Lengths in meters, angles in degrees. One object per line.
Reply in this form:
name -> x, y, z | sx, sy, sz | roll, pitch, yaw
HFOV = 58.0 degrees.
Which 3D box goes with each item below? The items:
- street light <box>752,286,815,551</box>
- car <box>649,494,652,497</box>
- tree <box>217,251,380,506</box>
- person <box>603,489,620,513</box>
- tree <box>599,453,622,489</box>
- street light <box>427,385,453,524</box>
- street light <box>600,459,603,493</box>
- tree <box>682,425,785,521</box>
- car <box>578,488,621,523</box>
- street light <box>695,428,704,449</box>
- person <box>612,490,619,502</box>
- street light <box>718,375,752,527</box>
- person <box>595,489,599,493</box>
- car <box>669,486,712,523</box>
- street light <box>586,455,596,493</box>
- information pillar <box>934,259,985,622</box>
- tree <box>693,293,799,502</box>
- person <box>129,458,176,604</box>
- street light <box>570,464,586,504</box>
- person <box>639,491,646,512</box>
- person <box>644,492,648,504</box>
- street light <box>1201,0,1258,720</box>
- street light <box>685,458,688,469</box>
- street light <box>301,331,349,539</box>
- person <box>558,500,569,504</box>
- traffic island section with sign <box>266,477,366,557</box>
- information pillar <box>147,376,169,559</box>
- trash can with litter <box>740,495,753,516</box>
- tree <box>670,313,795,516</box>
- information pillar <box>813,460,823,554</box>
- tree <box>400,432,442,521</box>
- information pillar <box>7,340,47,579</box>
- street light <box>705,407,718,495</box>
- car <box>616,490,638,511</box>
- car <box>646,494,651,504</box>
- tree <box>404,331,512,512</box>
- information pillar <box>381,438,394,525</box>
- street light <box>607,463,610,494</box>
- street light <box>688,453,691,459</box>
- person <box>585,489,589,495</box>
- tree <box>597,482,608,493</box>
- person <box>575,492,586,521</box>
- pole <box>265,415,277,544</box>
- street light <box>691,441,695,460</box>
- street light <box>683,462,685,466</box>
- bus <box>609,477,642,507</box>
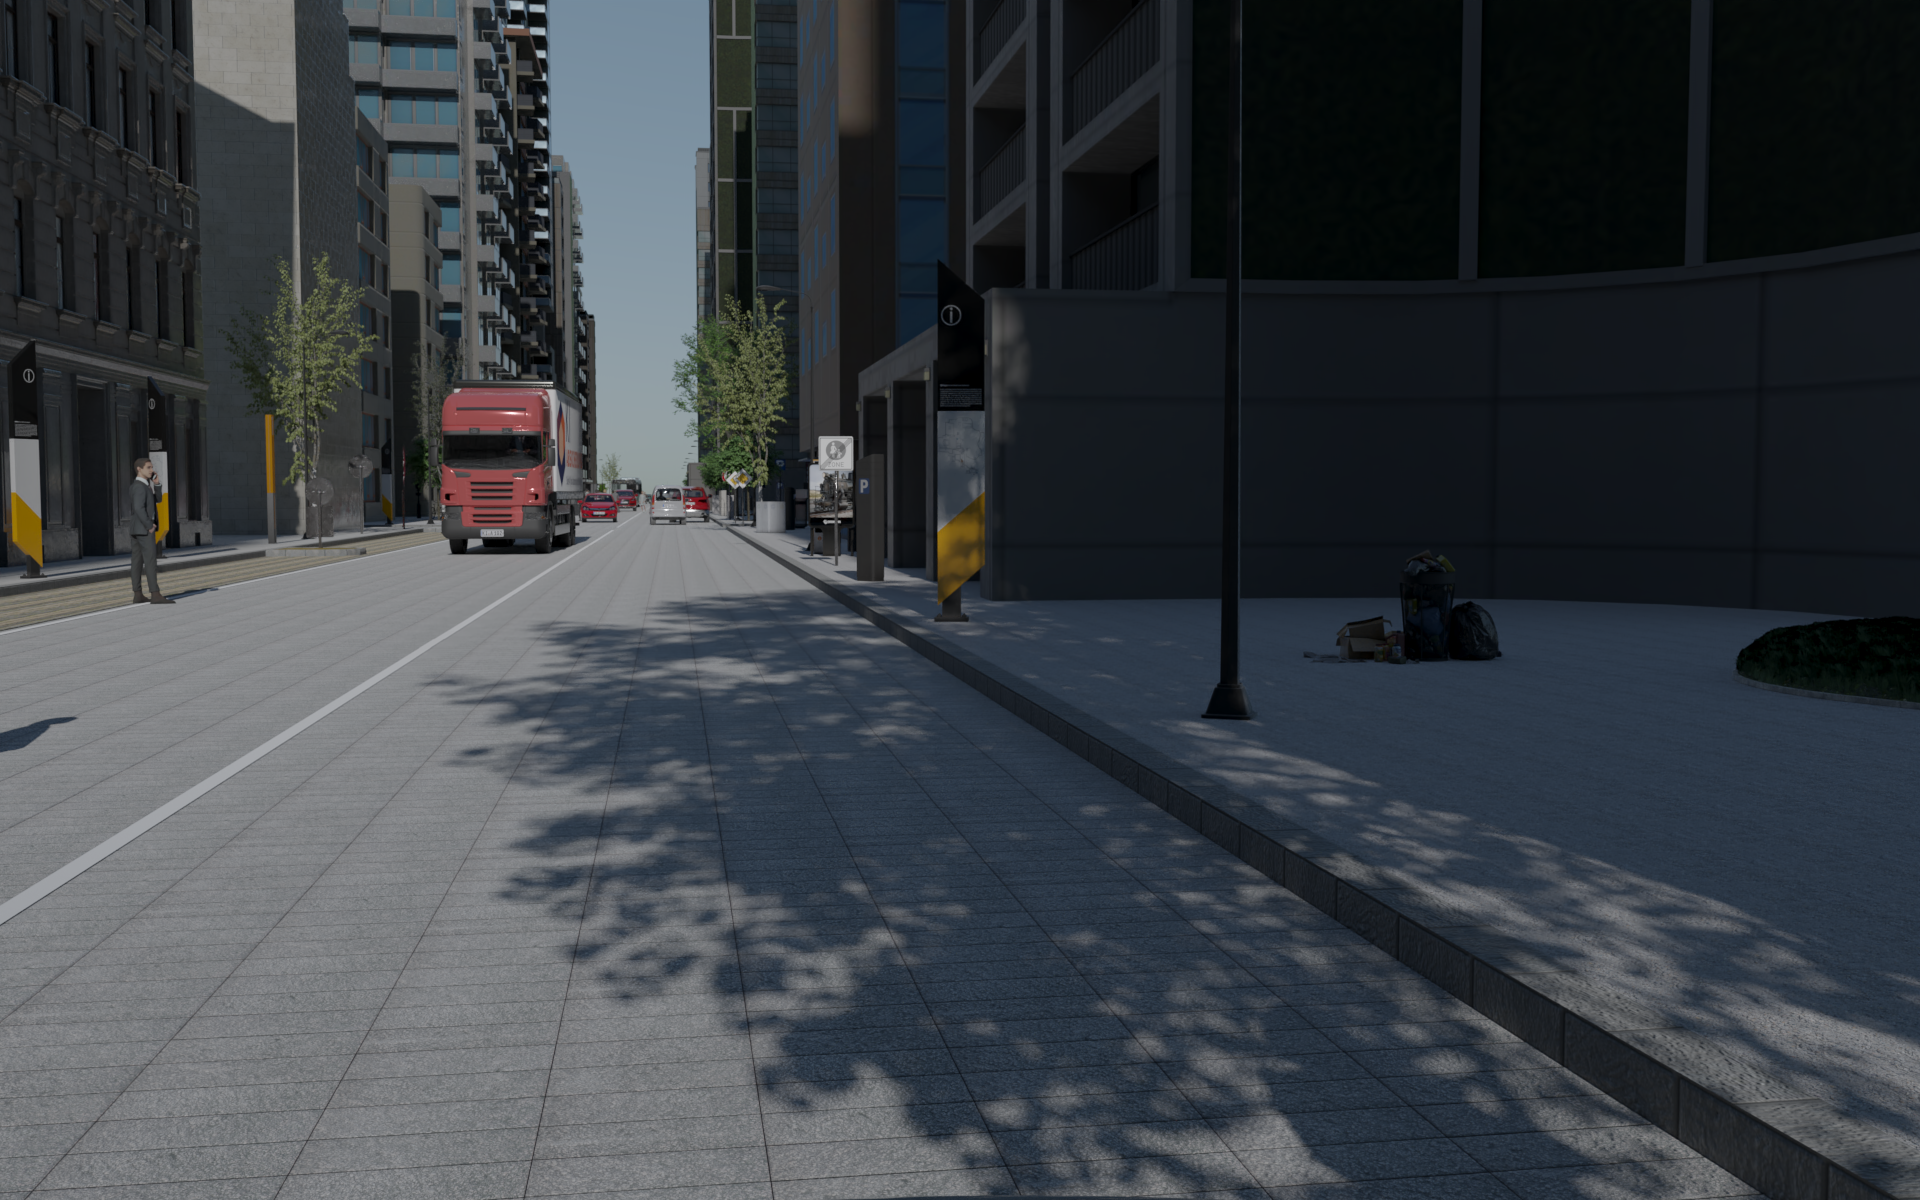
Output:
street light -> -3.853, -4.054, 38.820 | 1.470, 5.913, 1.316 | -1, 4, -9
car -> -54.062, -17.757, 300.105 | 2.009, 1.686, 4.222 | 0, 4, -8
tree -> -19.622, -6.203, 51.775 | 4.737, 8.622, 4.395 | 0, 3, 0
person -> -26.612, -7.533, 131.883 | 1.509, 1.804, 0.699 | -2, 4, -25
tree -> -61.096, -21.577, 303.143 | 4.737, 8.622, 4.395 | 0, 3, 0
street light -> -21.968, -6.177, 73.541 | 1.470, 5.913, 1.316 | -1, 4, -9
street light -> -48.453, -15.849, 231.673 | 1.470, 5.913, 1.316 | -1, 4, -9
tree -> -10.116, -6.026, 82.239 | 4.285, 4.588, 4.351 | 0, 3, 0
car -> -18.395, -4.850, 88.344 | 2.155, 1.783, 4.494 | -1, 4, -11
street light -> -17.616, -9.094, 121.229 | 1.470, 5.913, 1.316 | -1, 4, -9
person -> -27.633, -7.938, 138.689 | 0.661, 1.777, 0.834 | -1, 4, -14
street light -> -8.602, -5.825, 67.784 | 1.470, 5.913, 1.316 | -1, 4, -9
person -> -21.753, -5.805, 104.248 | 0.643, 1.720, 0.563 | 1, 4, 14
car -> -13.762, -4.862, 88.173 | 2.281, 1.827, 5.304 | -1, 4, -8
street light -> -44.010, -14.284, 206.076 | 1.470, 5.913, 1.316 | -1, 4, -9
information pillar -> -0.002, -1.589, 17.340 | 0.504, 3.616, 0.183 | 0, 4, 3
tree -> -7.442, -6.861, 62.541 | 4.737, 8.622, 4.395 | 0, 3, 0
person -> -10.628, -0.908, 22.709 | 0.474, 1.900, 0.648 | -3, 4, -38
street light -> -39.407, -12.541, 177.587 | 1.470, 5.913, 1.316 | -1, 4, -9
person -> -24.781, -7.692, 135.269 | 0.512, 1.701, 0.522 | 0, 4, -6
person -> -44.436, -14.385, 244.244 | 0.990, 1.755, 0.434 | 1, 4, 16
street light -> 1.018, -2.274, 9.719 | 1.470, 5.913, 1.316 | -1, 4, -9
street light -> -29.900, -13.608, 195.037 | 1.470, 5.913, 1.316 | -1, 4, -9
street light -> -18.039, -4.691, 49.245 | 1.470, 5.913, 1.316 | -1, 4, -9
person -> -17.856, -4.218, 77.633 | 0.590, 1.801, 0.661 | 3, 5, 42
traffic island section with sign -> -15.022, -1.951, 40.530 | 1.989, 1.847, 2.006 | -1, 4, -9
information pillar -> -15.851, -2.622, 34.228 | 0.504, 3.616, 0.183 | 2, 4, 35
trash can with litter -> -12.761, -5.693, 104.146 | 1.678, 1.210, 2.233 | -3, 4, -39
tree -> -13.152, -10.676, 100.313 | 9.928, 11.665, 9.643 | 0, 3, 0
information pillar -> -2.930, -1.988, 37.001 | 0.304, 2.012, 0.304 | 2, 4, 24
tree -> -25.494, -6.159, 84.416 | 4.285, 4.588, 4.351 | 0, 3, 0
information pillar -> -14.125, -2.130, 26.178 | 0.183, 3.616, 0.504 | 1, 4, 16
street light -> -12.737, -7.334, 92.445 | 1.470, 5.913, 1.316 | -1, 4, -9
car -> -28.121, -8.340, 145.037 | 2.281, 1.827, 5.304 | -1, 4, -11
car -> -47.005, -15.069, 258.170 | 2.131, 1.459, 4.920 | -1, 4, -11
tree -> -23.557, -7.891, 79.378 | 4.360, 8.622, 3.978 | 0, 3, 0
information pillar -> -24.073, -4.979, 72.768 | 0.504, 3.616, 0.183 | 2, 4, 24
street light -> -53.189, -17.590, 260.139 | 1.470, 5.913, 1.316 | -1, 4, -9
street light -> -25.144, -11.868, 166.574 | 1.470, 5.913, 1.316 | -1, 4, -9
person -> -25.193, -6.645, 117.330 | 0.511, 1.800, 0.466 | 1, 4, 18
tree -> -56.122, -16.985, 272.312 | 1.663, 3.219, 1.824 | 0, 3, 0
person -> -19.978, -5.083, 91.392 | 0.659, 1.850, 0.755 | -1, 4, -19
pole -> -17.754, -3.106, 44.629 | 0.158, 3.312, 0.155 | 0, 3, 0
street light -> -22.312, -10.841, 149.795 | 1.470, 5.913, 1.316 | -1, 4, -9
street light -> -34.877, -15.404, 224.398 | 1.470, 5.913, 1.316 | -1, 4, -9
bus -> -35.945, -11.748, 186.933 | 2.948, 3.499, 13.247 | 0, 4, -8
